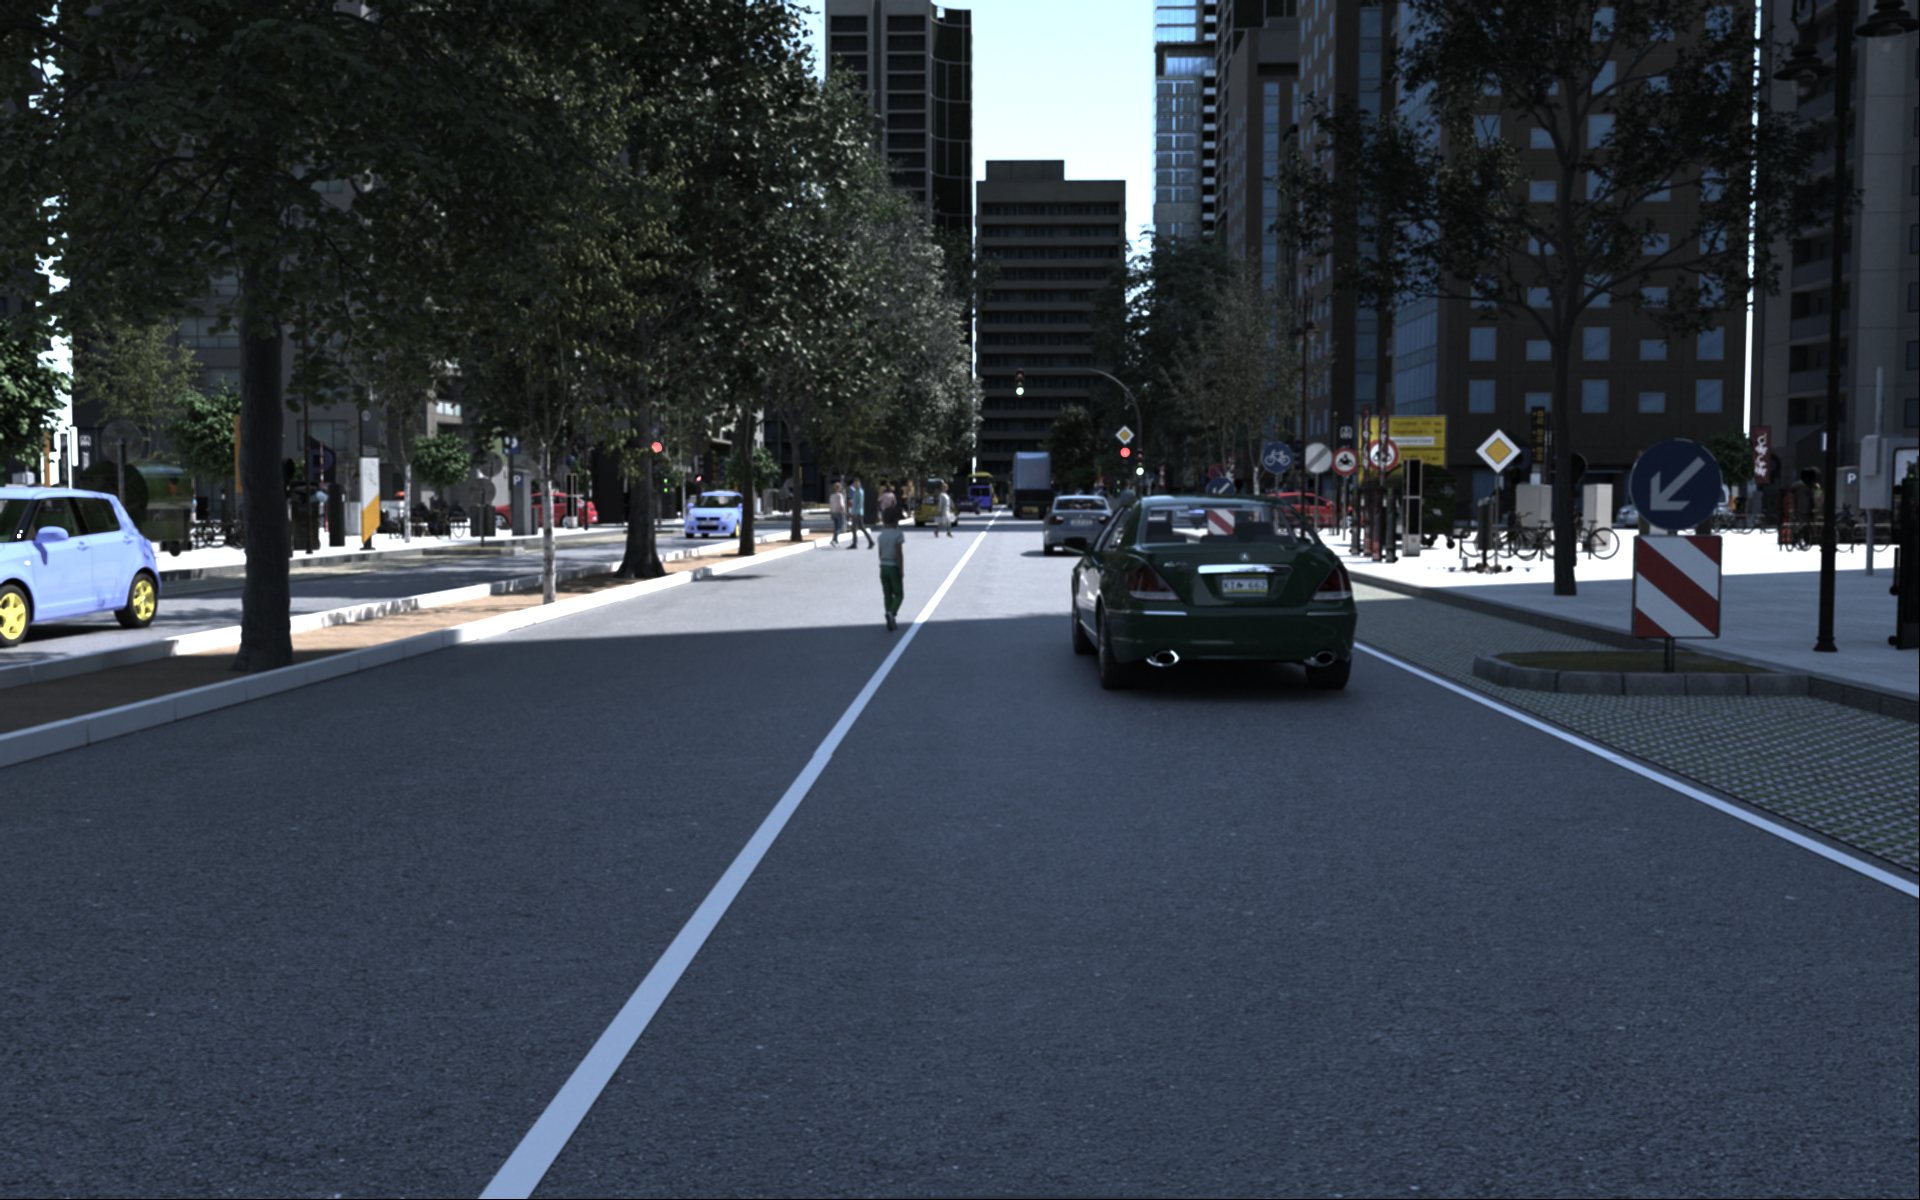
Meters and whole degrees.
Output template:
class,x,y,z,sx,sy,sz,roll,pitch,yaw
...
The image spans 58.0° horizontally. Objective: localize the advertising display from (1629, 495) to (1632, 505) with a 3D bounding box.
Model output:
class,x,y,z,sx,sy,sz,roll,pitch,yaw
advertising display,27.912,-4.019,70.929,0.974,1.923,0.123,0,4,6

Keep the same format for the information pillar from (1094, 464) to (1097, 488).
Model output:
class,x,y,z,sx,sy,sz,roll,pitch,yaw
information pillar,10.761,-8.905,136.953,0.183,3.616,0.504,2,4,29

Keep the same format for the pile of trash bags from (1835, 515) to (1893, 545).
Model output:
class,x,y,z,sx,sy,sz,roll,pitch,yaw
pile of trash bags,24.258,-2.134,44.644,3.447,1.369,1.912,-1,4,-15

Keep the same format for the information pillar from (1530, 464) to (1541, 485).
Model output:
class,x,y,z,sx,sy,sz,roll,pitch,yaw
information pillar,23.288,-4.819,70.145,0.504,3.616,0.183,-2,4,-26

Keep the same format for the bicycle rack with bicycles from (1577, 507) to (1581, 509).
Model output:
class,x,y,z,sx,sy,sz,roll,pitch,yaw
bicycle rack with bicycles,17.418,-2.239,49.991,2.852,0.926,2.925,2,4,35

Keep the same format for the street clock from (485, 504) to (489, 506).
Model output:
class,x,y,z,sx,sy,sz,roll,pitch,yaw
street clock,-24.139,-5.127,88.391,0.358,2.002,0.471,3,5,44

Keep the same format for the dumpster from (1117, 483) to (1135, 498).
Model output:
class,x,y,z,sx,sy,sz,roll,pitch,yaw
dumpster,12.023,-7.427,123.926,1.502,2.255,1.985,0,4,2

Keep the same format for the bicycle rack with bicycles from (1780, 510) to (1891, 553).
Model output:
class,x,y,z,sx,sy,sz,roll,pitch,yaw
bicycle rack with bicycles,19.481,-1.547,38.678,2.925,0.926,2.852,-2,4,-26

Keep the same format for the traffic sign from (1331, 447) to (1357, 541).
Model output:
class,x,y,z,sx,sy,sz,roll,pitch,yaw
traffic sign,10.458,-2.873,47.072,0.768,2.556,0.104,0,4,8

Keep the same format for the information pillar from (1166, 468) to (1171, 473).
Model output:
class,x,y,z,sx,sy,sz,roll,pitch,yaw
information pillar,15.201,-8.305,127.144,0.504,3.616,0.183,-1,4,-14

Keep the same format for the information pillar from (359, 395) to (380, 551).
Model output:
class,x,y,z,sx,sy,sz,roll,pitch,yaw
information pillar,-13.479,-2.944,39.494,0.183,3.616,0.504,2,4,30

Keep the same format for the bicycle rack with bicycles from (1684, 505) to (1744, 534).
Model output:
class,x,y,z,sx,sy,sz,roll,pitch,yaw
bicycle rack with bicycles,24.830,-2.605,55.972,2.925,0.926,2.852,2,4,30

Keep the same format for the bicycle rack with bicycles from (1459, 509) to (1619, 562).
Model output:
class,x,y,z,sx,sy,sz,roll,pitch,yaw
bicycle rack with bicycles,11.096,-1.274,34.209,2.852,0.926,2.925,-3,5,-40

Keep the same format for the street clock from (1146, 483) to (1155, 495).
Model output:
class,x,y,z,sx,sy,sz,roll,pitch,yaw
street clock,10.946,-5.798,99.369,0.471,2.002,0.358,2,4,35

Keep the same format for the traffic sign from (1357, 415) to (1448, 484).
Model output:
class,x,y,z,sx,sy,sz,roll,pitch,yaw
traffic sign,11.450,-3.123,44.941,2.265,3.308,0.079,1,4,9

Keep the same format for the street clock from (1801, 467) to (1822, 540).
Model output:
class,x,y,z,sx,sy,sz,roll,pitch,yaw
street clock,22.699,-2.549,46.242,0.358,2.002,0.471,-2,4,-25

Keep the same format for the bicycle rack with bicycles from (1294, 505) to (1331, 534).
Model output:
class,x,y,z,sx,sy,sz,roll,pitch,yaw
bicycle rack with bicycles,10.687,-2.616,56.161,2.925,0.926,2.852,0,4,-4

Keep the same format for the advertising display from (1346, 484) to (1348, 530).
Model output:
class,x,y,z,sx,sy,sz,roll,pitch,yaw
advertising display,13.780,-3.477,62.066,0.123,1.923,0.974,0,4,4

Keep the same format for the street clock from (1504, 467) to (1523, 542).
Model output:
class,x,y,z,sx,sy,sz,roll,pitch,yaw
street clock,14.889,-2.574,46.659,0.471,2.002,0.358,-2,4,-28

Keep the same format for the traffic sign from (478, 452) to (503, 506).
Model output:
class,x,y,z,sx,sy,sz,roll,pitch,yaw
traffic sign,-14.109,-3.175,52.017,0.768,2.556,0.104,0,4,6

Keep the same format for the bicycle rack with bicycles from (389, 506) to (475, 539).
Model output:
class,x,y,z,sx,sy,sz,roll,pitch,yaw
bicycle rack with bicycles,-15.403,-2.236,49.941,2.852,0.926,2.925,0,4,7

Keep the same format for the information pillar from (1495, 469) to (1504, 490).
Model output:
class,x,y,z,sx,sy,sz,roll,pitch,yaw
information pillar,24.853,-5.403,79.694,0.183,3.616,0.504,-3,5,-42

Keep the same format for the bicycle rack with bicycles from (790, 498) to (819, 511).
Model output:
class,x,y,z,sx,sy,sz,roll,pitch,yaw
bicycle rack with bicycles,-13.048,-7.973,143.739,2.925,0.926,2.852,-2,4,-28

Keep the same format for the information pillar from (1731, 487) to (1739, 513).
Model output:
class,x,y,z,sx,sy,sz,roll,pitch,yaw
information pillar,50.545,-6.633,112.942,0.304,2.012,0.304,-1,4,-11

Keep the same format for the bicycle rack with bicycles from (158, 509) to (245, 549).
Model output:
class,x,y,z,sx,sy,sz,roll,pitch,yaw
bicycle rack with bicycles,-17.373,-1.671,40.697,2.925,0.926,2.852,-1,4,-8

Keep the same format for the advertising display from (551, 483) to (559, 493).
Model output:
class,x,y,z,sx,sy,sz,roll,pitch,yaw
advertising display,-22.780,-5.622,97.126,0.123,1.923,0.974,1,4,17

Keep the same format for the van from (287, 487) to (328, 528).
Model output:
class,x,y,z,sx,sy,sz,roll,pitch,yaw
van,-25.962,-3.734,68.069,4.112,2.044,2.013,0,4,3

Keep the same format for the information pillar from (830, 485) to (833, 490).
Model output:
class,x,y,z,sx,sy,sz,roll,pitch,yaw
information pillar,-10.548,-8.449,142.627,0.304,2.012,0.304,-2,4,-28

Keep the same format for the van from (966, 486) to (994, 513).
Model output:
class,x,y,z,sx,sy,sz,roll,pitch,yaw
van,1.560,-8.018,135.482,2.240,2.365,5.245,0,4,1

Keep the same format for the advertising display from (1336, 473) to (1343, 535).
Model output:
class,x,y,z,sx,sy,sz,roll,pitch,yaw
advertising display,11.853,-3.000,54.261,0.123,1.923,0.974,1,4,11

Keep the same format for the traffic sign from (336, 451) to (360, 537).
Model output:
class,x,y,z,sx,sy,sz,roll,pitch,yaw
traffic sign,-18.288,-3.159,51.760,0.768,2.556,0.104,0,4,5

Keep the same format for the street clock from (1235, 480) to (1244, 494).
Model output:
class,x,y,z,sx,sy,sz,roll,pitch,yaw
street clock,14.682,-5.302,91.263,0.471,2.002,0.358,2,4,34

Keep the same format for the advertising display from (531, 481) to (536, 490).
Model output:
class,x,y,z,sx,sy,sz,roll,pitch,yaw
advertising display,-22.141,-5.089,88.411,0.974,1.923,0.123,0,4,2

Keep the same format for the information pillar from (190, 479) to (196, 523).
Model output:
class,x,y,z,sx,sy,sz,roll,pitch,yaw
information pillar,-33.811,-4.381,76.122,0.304,2.012,0.304,0,4,-7

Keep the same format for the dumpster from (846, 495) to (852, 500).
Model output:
class,x,y,z,sx,sy,sz,roll,pitch,yaw
dumpster,-8.764,-7.800,135.751,1.865,1.857,1.264,0,4,3

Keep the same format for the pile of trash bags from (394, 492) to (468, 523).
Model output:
class,x,y,z,sx,sy,sz,roll,pitch,yaw
pile of trash bags,-23.620,-4.099,76.766,1.912,1.369,3.447,2,4,31

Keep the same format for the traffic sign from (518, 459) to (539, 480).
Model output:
class,x,y,z,sx,sy,sz,roll,pitch,yaw
traffic sign,-15.604,-3.824,62.632,0.768,2.556,0.104,0,4,5

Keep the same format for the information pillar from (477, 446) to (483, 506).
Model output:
class,x,y,z,sx,sy,sz,roll,pitch,yaw
information pillar,-15.555,-3.961,56.120,0.183,3.616,0.504,0,4,-5

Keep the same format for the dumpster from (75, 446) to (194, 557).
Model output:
class,x,y,z,sx,sy,sz,roll,pitch,yaw
dumpster,-16.493,-1.965,34.616,1.502,2.255,1.985,0,4,2

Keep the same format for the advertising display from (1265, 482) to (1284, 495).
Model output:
class,x,y,z,sx,sy,sz,roll,pitch,yaw
advertising display,16.447,-5.230,90.732,0.974,1.923,0.123,1,4,12

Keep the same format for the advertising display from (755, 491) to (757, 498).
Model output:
class,x,y,z,sx,sy,sz,roll,pitch,yaw
advertising display,-17.115,-8.681,147.152,0.123,1.923,0.974,-3,4,-36

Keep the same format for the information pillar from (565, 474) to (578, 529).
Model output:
class,x,y,z,sx,sy,sz,roll,pitch,yaw
information pillar,-14.164,-3.589,63.170,0.304,2.012,0.304,2,4,23

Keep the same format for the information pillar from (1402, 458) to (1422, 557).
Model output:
class,x,y,z,sx,sy,sz,roll,pitch,yaw
information pillar,9.250,-1.894,35.455,0.304,2.012,0.304,0,4,-4

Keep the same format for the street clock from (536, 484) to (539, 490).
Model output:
class,x,y,z,sx,sy,sz,roll,pitch,yaw
street clock,-26.639,-6.382,108.908,0.358,2.002,0.471,0,4,4

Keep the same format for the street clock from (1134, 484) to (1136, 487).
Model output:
class,x,y,z,sx,sy,sz,roll,pitch,yaw
street clock,12.767,-7.389,125.386,0.471,2.002,0.358,0,4,-1

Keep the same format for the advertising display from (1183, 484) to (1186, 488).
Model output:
class,x,y,z,sx,sy,sz,roll,pitch,yaw
advertising display,18.025,-8.249,140.076,0.123,1.923,0.974,3,5,42

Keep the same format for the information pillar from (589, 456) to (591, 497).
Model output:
class,x,y,z,sx,sy,sz,roll,pitch,yaw
information pillar,-22.513,-6.979,105.460,0.183,3.616,0.504,0,4,-4

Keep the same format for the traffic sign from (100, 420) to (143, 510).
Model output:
class,x,y,z,sx,sy,sz,roll,pitch,yaw
traffic sign,-14.396,-1.812,29.738,0.768,2.556,0.104,0,4,5

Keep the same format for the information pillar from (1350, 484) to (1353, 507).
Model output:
class,x,y,z,sx,sy,sz,roll,pitch,yaw
information pillar,20.395,-6.011,89.640,0.504,3.616,0.183,-1,4,-17

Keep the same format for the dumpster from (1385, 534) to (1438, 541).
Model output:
class,x,y,z,sx,sy,sz,roll,pitch,yaw
dumpster,12.566,-2.813,48.481,1.502,2.255,1.985,0,4,2

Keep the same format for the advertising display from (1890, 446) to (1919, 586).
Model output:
class,x,y,z,sx,sy,sz,roll,pitch,yaw
advertising display,12.982,-1.121,23.541,0.123,1.923,0.974,0,4,-1

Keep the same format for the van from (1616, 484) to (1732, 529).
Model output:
class,x,y,z,sx,sy,sz,roll,pitch,yaw
van,27.690,-3.685,67.254,4.112,2.044,2.013,0,4,2

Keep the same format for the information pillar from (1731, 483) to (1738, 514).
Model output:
class,x,y,z,sx,sy,sz,roll,pitch,yaw
information pillar,49.650,-7.322,111.076,0.504,3.616,0.183,0,4,-4
